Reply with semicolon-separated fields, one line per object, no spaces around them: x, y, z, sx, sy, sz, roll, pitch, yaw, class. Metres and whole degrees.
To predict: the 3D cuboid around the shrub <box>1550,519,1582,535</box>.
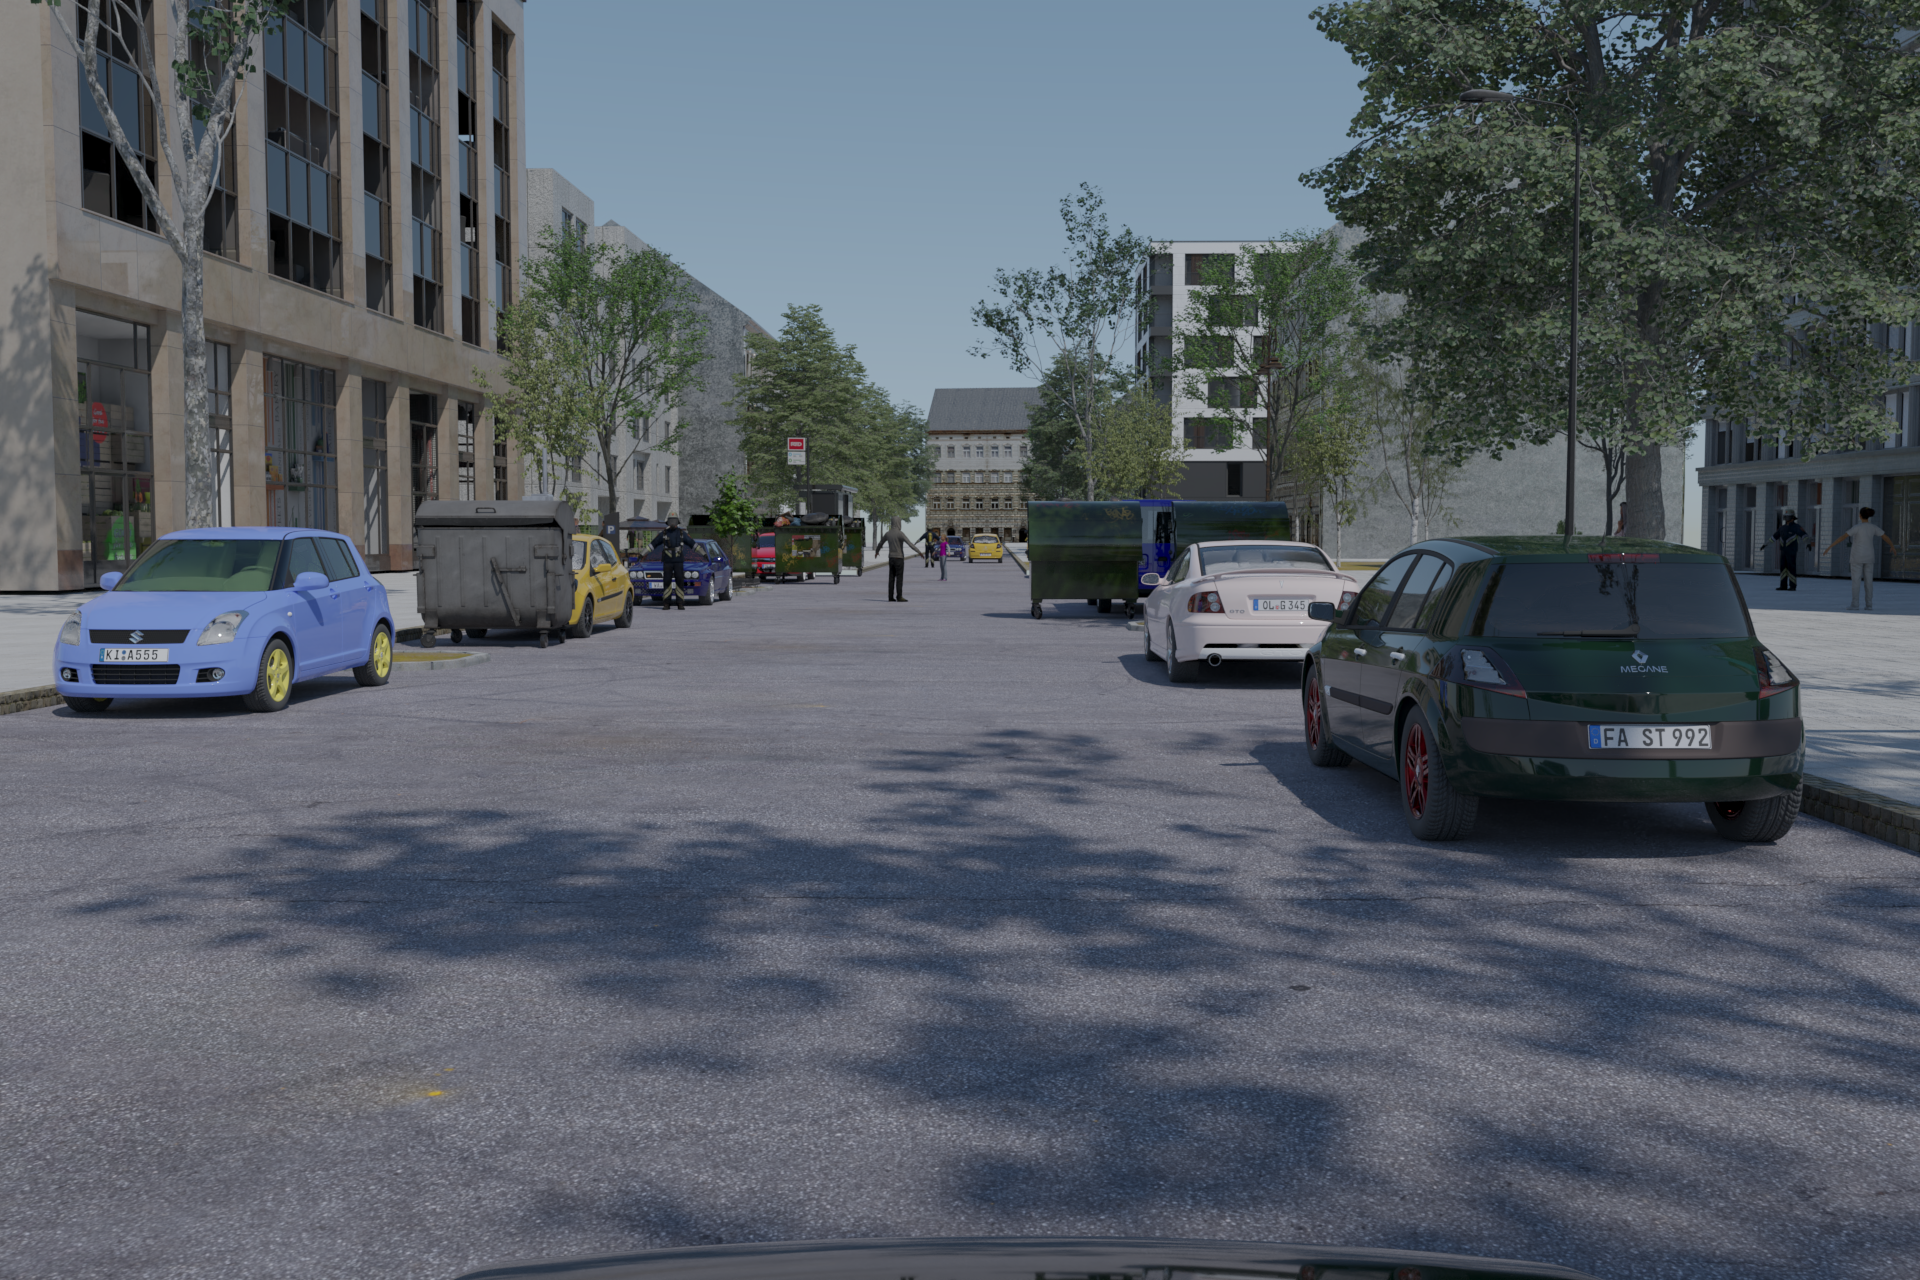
27.186;-4.493;77.875;1.690;2.028;1.600;0;3;0;shrub

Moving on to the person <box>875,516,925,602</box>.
-1.329;-1.712;36.579;1.348;1.813;0.705;3;4;38;person

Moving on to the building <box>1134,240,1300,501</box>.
27.557;-17.918;136.932;27.936;21.610;32.646;0;4;1;building

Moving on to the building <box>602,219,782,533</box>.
-24.105;-18.322;130.485;19.493;23.208;18.063;0;4;1;building

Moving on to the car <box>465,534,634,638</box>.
-5.919;-0.908;25.066;2.015;1.641;3.980;0;4;2;car

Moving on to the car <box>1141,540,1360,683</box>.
2.976;-0.349;18.066;2.083;1.381;4.827;0;4;1;car

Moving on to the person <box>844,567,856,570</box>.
-3.948;-3.440;62.426;1.347;1.806;0.705;2;4;28;person

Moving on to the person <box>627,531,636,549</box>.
-18.303;-5.536;96.742;0.704;1.802;1.346;1;4;20;person

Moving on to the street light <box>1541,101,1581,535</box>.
7.000;-2.794;18.229;1.470;5.913;1.316;0;4;1;street light

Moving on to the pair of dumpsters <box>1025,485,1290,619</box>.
3.322;-1.503;29.518;4.436;2.255;1.574;0;4;1;pair of dumpsters

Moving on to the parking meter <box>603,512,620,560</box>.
-9.121;-2.424;45.337;0.399;1.863;0.255;0;4;1;parking meter

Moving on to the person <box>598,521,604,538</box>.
-13.922;-3.772;67.812;0.704;1.812;1.346;1;4;20;person

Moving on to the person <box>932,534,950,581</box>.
-0.561;-2.518;52.890;0.599;1.433;0.991;-2;4;-32;person

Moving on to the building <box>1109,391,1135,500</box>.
27.500;-22.851;204.536;19.493;23.208;18.063;0;4;1;building

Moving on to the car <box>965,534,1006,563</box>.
1.271;-4.652;86.290;2.015;1.641;3.980;0;4;1;car

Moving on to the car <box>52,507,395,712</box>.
-6.297;-0.334;15.060;1.945;1.707;3.694;0;4;1;car

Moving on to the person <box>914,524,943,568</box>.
-1.295;-4.009;73.784;1.354;1.856;0.705;0;4;-6;person

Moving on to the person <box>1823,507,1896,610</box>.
15.203;-1.374;29.240;1.217;1.739;0.721;0;4;1;person

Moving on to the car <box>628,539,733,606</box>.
-5.795;-1.428;35.931;1.945;1.354;3.894;0;4;1;car

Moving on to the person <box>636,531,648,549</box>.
-16.403;-5.058;88.966;0.705;1.796;1.348;1;4;12;person

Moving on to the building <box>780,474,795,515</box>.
-21.624;-15.063;188.429;9.099;9.664;28.070;0;4;0;building

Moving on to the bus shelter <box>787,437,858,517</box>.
-5.933;-5.921;74.440;2.179;5.291;8.768;0;4;3;bus shelter

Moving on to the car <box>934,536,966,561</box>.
-0.561;-4.896;92.638;1.945;1.354;3.894;0;4;2;car

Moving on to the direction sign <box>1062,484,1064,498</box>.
4.655;-5.287;78.434;0.379;3.537;0.876;0;3;0;direction sign

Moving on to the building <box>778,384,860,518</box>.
-22.081;-21.592;219.493;16.747;18.905;31.486;0;4;1;building

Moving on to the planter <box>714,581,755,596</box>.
-5.882;-1.204;40.827;1.991;0.319;1.994;0;4;1;planter

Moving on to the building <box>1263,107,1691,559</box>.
28.134;-16.310;97.596;19.493;23.208;18.063;0;4;2;building

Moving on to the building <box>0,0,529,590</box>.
-29.239;-17.536;52.929;22.709;31.103;35.509;0;4;2;building

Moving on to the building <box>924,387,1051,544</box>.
5.247;-25.979;258.148;18.063;23.208;19.493;1;4;9;building

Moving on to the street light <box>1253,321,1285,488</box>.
6.705;-3.970;37.698;0.468;5.910;1.993;0;4;1;street light

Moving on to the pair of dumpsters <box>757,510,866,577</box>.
-5.404;-3.275;58.492;4.436;2.255;1.574;0;4;1;pair of dumpsters

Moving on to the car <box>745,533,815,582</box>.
-5.499;-2.699;53.174;2.155;1.783;4.494;0;4;1;car

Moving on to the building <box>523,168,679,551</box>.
-27.595;-14.284;99.998;16.747;18.905;31.486;0;4;2;building

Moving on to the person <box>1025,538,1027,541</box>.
4.038;-5.357;93.561;0.705;1.833;1.349;3;5;44;person

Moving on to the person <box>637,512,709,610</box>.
-5.413;-1.496;32.699;1.354;1.856;0.705;0;4;-8;person

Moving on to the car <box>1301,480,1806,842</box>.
3.002;0.020;9.466;2.009;1.686;4.222;0;4;1;car

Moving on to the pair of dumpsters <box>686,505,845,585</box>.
-5.544;-2.723;49.471;4.436;2.255;1.574;0;4;1;pair of dumpsters

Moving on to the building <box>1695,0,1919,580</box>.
28.580;-12.393;49.301;8.464;21.280;15.925;0;4;1;building

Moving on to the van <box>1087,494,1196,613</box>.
3.456;-1.756;33.088;2.240;2.365;5.245;0;4;1;van
